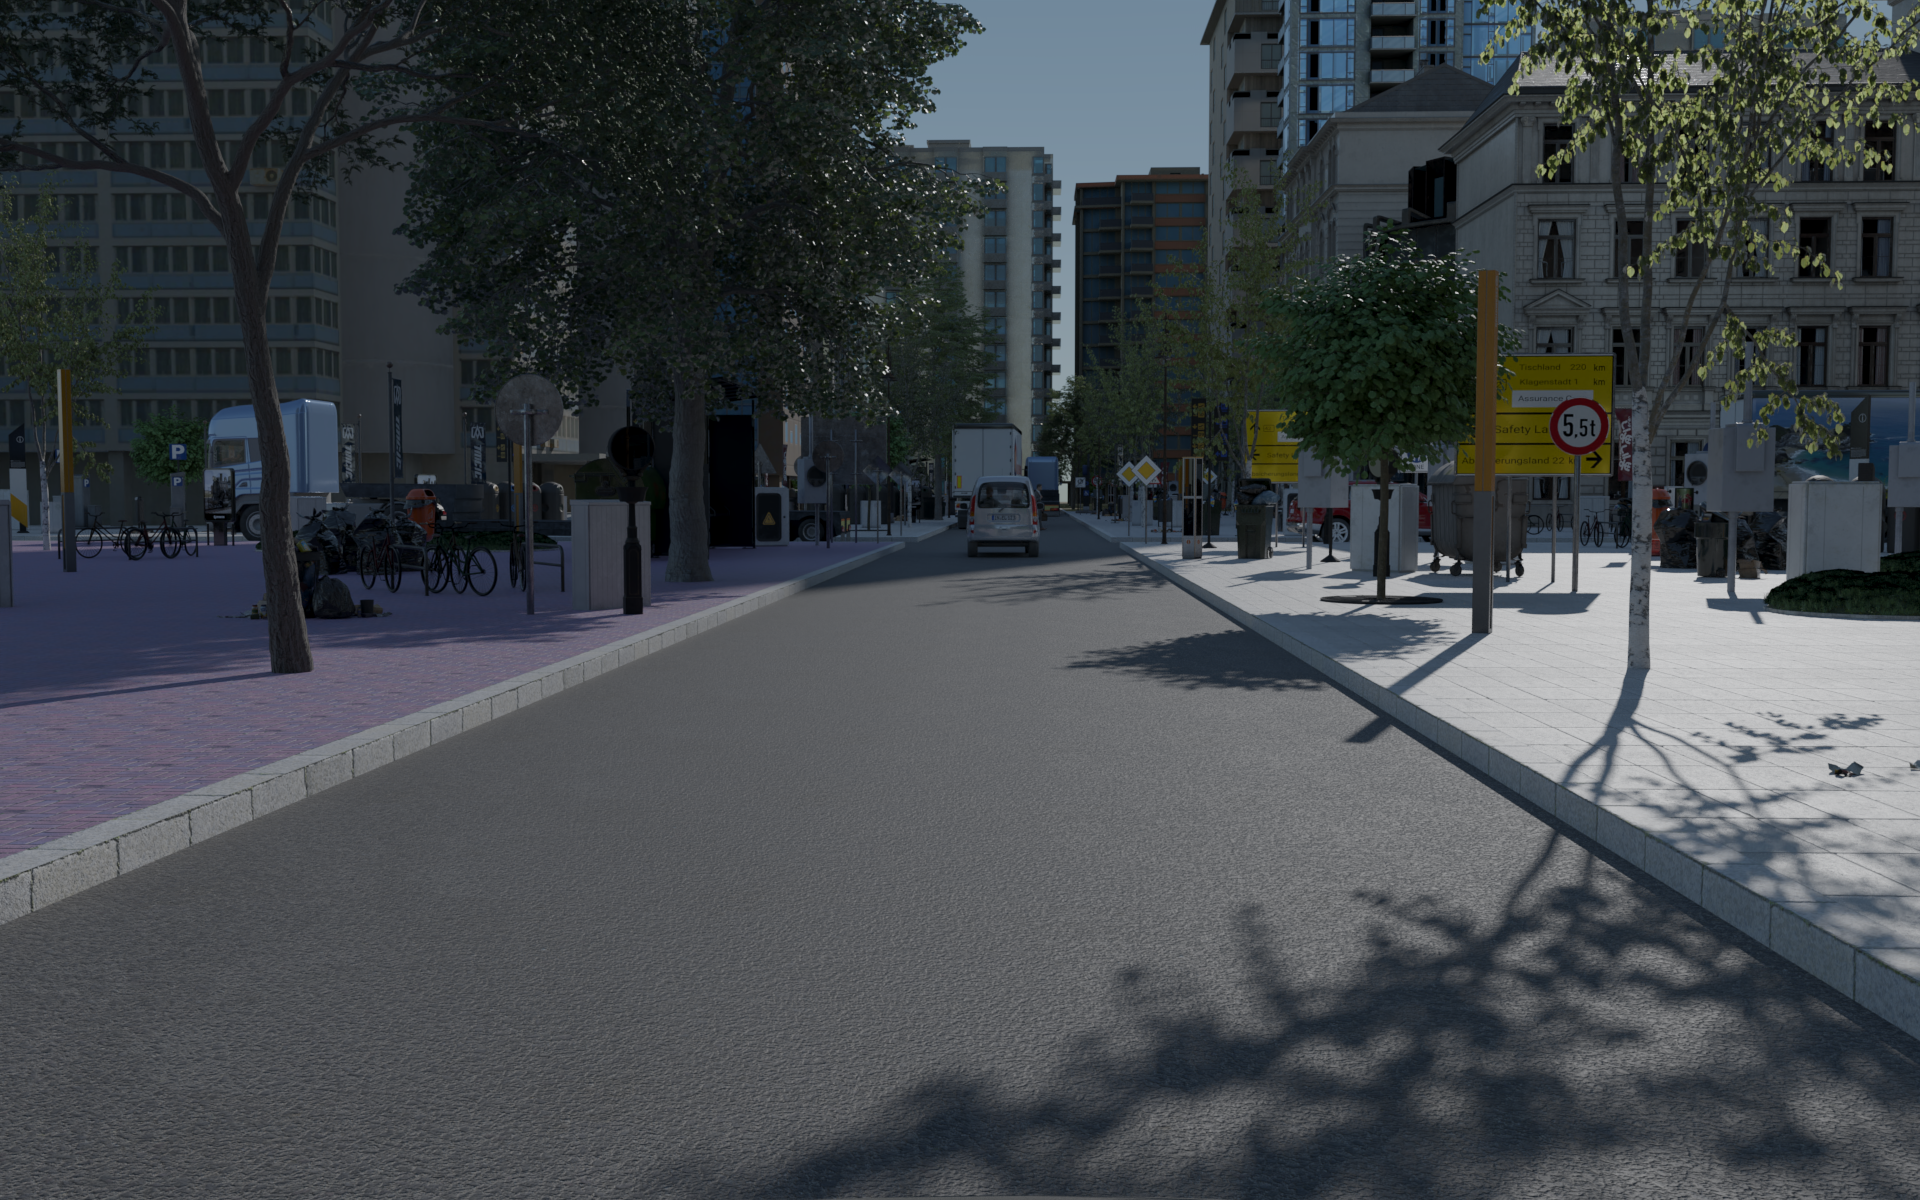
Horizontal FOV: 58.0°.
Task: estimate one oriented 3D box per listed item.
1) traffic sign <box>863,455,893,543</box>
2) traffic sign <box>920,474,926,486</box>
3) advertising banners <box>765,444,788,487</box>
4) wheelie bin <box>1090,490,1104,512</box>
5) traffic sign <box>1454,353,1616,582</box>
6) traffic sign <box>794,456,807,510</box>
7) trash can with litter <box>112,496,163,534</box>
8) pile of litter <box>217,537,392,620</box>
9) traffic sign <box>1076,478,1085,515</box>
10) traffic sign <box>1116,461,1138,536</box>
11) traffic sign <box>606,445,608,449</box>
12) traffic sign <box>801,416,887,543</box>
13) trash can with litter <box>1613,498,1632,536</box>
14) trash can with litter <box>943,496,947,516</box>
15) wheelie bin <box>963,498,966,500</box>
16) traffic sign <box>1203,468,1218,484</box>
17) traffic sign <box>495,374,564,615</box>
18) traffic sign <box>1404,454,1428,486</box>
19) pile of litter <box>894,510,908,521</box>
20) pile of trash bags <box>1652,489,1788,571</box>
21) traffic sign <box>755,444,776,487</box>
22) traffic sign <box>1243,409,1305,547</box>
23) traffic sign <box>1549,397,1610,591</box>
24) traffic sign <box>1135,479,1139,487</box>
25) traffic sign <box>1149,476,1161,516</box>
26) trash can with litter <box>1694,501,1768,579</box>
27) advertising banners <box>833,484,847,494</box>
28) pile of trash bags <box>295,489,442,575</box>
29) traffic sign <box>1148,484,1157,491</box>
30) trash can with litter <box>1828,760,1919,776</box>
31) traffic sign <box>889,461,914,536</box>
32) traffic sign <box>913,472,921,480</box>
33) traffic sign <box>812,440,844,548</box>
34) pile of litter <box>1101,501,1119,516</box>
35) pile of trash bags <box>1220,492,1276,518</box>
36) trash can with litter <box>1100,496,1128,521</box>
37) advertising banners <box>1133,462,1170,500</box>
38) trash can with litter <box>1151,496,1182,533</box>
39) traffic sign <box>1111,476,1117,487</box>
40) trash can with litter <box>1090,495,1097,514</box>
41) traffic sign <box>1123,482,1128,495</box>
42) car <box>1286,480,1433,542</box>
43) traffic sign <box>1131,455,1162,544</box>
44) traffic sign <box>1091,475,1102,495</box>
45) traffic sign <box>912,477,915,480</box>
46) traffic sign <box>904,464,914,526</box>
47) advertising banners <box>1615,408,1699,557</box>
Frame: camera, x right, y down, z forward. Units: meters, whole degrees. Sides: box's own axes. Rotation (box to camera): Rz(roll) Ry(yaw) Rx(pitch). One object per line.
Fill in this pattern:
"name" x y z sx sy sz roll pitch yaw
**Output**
"traffic sign" -2.135 -2.529 44.993 0.795 2.450 0.064 0 4 2
"traffic sign" -2.467 -6.645 108.759 0.768 2.556 0.104 0 4 5
"advertising banners" -6.337 -3.915 60.194 0.090 3.025 2.074 1 4 15
"wheelie bin" 9.683 -7.007 122.471 0.980 1.594 0.693 -1 4 -9
"traffic sign" 8.296 -1.909 25.079 2.265 3.308 0.079 0 4 3
"traffic sign" -5.024 -3.433 56.232 0.768 2.556 0.104 0 4 7
"trash can with litter" -26.922 -2.778 56.483 1.678 1.210 2.233 -1 4 -16
"pile of litter" -6.876 -0.257 18.165 1.719 0.858 1.176 1 4 16
"traffic sign" 7.435 -6.414 107.001 0.606 2.300 0.079 0 4 3
"traffic sign" 5.137 -2.998 52.660 0.795 2.450 0.064 0 4 2
"traffic sign" -7.373 -2.305 37.796 0.768 2.556 0.104 1 4 11
"traffic sign" -3.054 -3.157 45.483 2.265 3.308 0.079 0 4 4
"trash can with litter" 20.455 -2.525 52.670 1.055 1.170 0.624 -1 4 -22
"trash can with litter" -1.302 -5.301 98.066 1.055 1.170 0.624 -1 4 -10
"wheelie bin" 0.468 -7.145 124.736 0.693 1.594 0.980 0 4 5
"traffic sign" 10.739 -4.510 74.922 0.795 2.450 0.064 1 4 11
"traffic sign" -4.575 -1.117 18.372 0.768 2.556 0.104 1 4 9
"traffic sign" 8.817 -1.919 33.502 0.606 2.300 0.079 1 4 11
"pile of litter" -2.694 -4.159 81.964 1.176 0.858 1.719 1 4 18
"pile of trash bags" 13.017 -1.262 30.382 1.912 1.369 3.447 -1 4 -13
"traffic sign" -5.162 -2.729 44.615 0.884 2.594 0.081 1 4 9
"traffic sign" 7.951 -2.921 41.626 2.265 3.308 0.079 0 4 6
"traffic sign" 8.109 -1.386 22.764 0.768 2.556 0.104 0 4 7
"traffic sign" 12.444 -7.227 119.346 0.795 2.450 0.064 1 4 9
"traffic sign" 10.419 -5.710 93.369 0.884 2.594 0.081 0 4 4
"trash can with litter" 11.848 -0.931 26.610 1.055 1.170 0.624 2 4 32
"advertising banners" -6.352 -5.971 93.807 0.090 3.025 2.074 2 4 32
"pile of trash bags" -9.677 -1.172 28.908 1.912 1.369 3.447 1 4 10
"traffic sign" 12.217 -6.604 110.112 0.606 2.300 0.079 1 4 9
"trash can with litter" 4.973 0.226 7.355 2.233 1.210 1.678 3 5 43
"traffic sign" -1.800 -3.017 52.971 0.795 2.450 0.064 0 4 2
"traffic sign" -2.584 -6.050 99.023 0.768 2.556 0.104 1 4 12
"traffic sign" -3.116 -2.494 40.880 0.768 2.556 0.104 0 4 5
"pile of litter" 8.938 -5.285 100.367 1.719 0.858 1.176 -1 4 -13
"pile of trash bags" 15.378 -5.070 92.654 3.447 1.369 1.912 1 4 19
"trash can with litter" 7.752 -4.357 82.294 1.678 1.210 2.233 1 4 12
"advertising banners" 10.417 -6.008 94.413 2.074 3.025 0.090 -1 4 -8
"trash can with litter" 7.292 -2.881 58.166 2.233 1.210 1.678 -1 4 -21
"traffic sign" 10.860 -7.416 121.349 0.768 2.556 0.104 1 4 10
"trash can with litter" 8.802 -6.010 109.316 1.678 1.210 2.233 1 4 11
"traffic sign" 9.248 -5.867 96.025 0.768 2.556 0.104 1 4 9
"car" 11.660 -2.380 47.590 5.304 1.827 2.281 0 4 0
"traffic sign" 4.802 -2.510 44.682 0.795 2.450 0.064 0 4 2
"traffic sign" 9.352 -7.222 118.182 0.768 2.556 0.104 1 4 10
"traffic sign" -2.681 -5.515 90.175 0.884 2.594 0.081 0 4 7
"traffic sign" -2.241 -4.311 70.598 0.768 2.556 0.104 0 4 4
"advertising banners" 14.244 -2.403 35.475 2.074 3.025 0.090 -1 4 -17
